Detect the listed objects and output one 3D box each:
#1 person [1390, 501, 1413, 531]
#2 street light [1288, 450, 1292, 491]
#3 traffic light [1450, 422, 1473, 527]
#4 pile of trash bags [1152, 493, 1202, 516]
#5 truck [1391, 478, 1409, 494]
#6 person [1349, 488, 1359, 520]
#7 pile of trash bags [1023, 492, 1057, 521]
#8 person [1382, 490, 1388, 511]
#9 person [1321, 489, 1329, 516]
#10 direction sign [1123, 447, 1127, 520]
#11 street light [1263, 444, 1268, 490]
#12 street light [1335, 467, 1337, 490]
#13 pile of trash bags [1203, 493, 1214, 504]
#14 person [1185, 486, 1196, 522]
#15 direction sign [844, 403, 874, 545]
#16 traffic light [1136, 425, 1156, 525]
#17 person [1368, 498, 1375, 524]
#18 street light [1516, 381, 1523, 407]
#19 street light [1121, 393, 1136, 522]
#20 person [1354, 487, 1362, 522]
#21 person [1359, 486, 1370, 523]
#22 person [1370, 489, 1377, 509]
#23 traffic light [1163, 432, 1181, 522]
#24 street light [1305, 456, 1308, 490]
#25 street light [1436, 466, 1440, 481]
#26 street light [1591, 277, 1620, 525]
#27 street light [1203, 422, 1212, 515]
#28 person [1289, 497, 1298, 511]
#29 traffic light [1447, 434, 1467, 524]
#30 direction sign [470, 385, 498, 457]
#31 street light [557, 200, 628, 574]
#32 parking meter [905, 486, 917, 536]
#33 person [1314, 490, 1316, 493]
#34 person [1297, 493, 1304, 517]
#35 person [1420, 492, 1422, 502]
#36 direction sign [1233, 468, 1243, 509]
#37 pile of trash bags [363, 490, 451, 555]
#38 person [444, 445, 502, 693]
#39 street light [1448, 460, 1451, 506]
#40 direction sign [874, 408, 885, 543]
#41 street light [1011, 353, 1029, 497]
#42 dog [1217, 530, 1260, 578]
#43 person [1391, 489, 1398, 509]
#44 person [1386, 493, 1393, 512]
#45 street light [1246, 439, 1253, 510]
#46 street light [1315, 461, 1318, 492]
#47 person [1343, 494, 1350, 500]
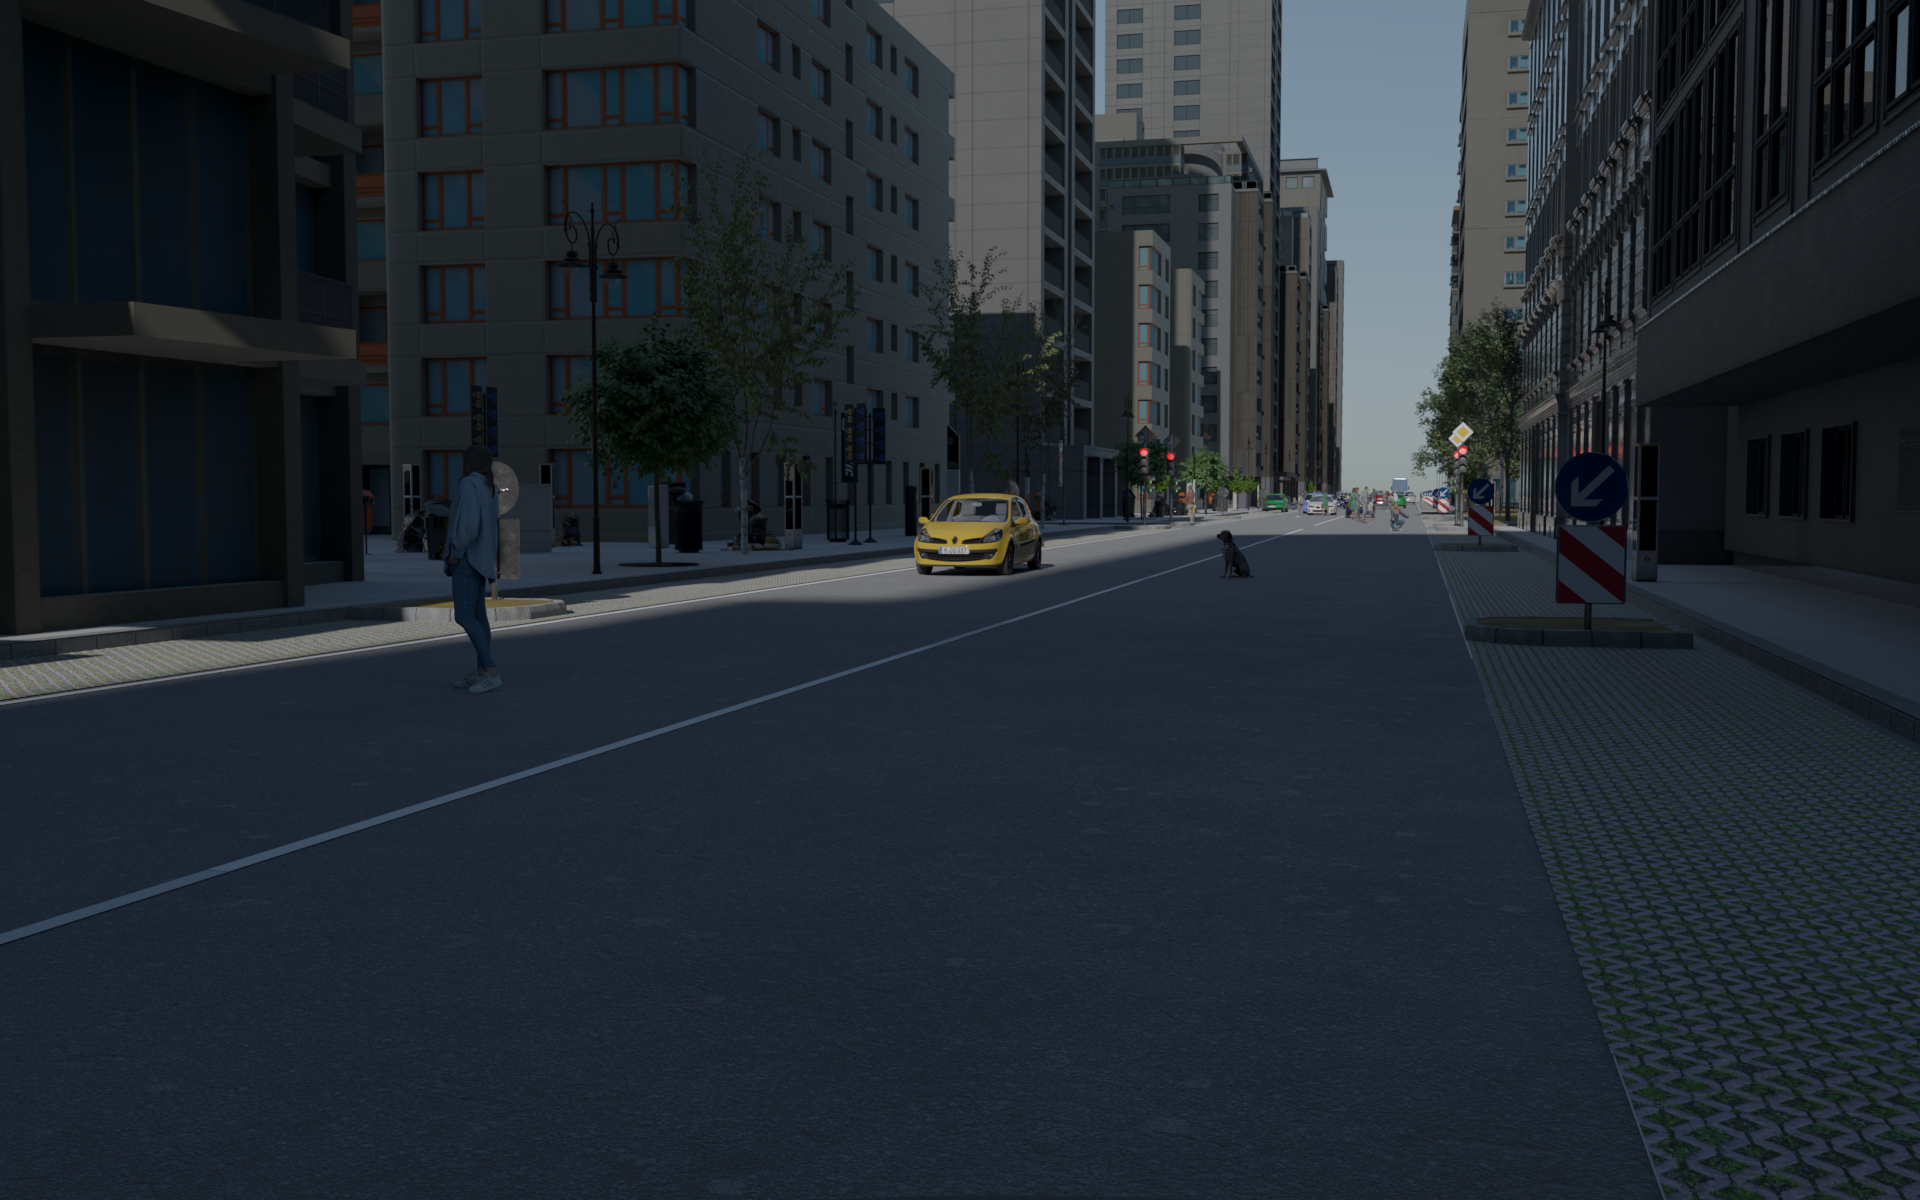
[{"bbox_3d":[17.118,-3.268,67.435,1.012,1.151,0.738,-1,4,-14],"label":"person"},{"bbox_3d":[34.645,-12.810,182.234,0.468,5.910,1.993,1,4,15],"label":"street light"},{"bbox_3d":[19.571,-4.810,67.562,0.839,4.253,0.868,1,4,15],"label":"traffic light"},{"bbox_3d":[12.700,-5.696,102.886,1.912,1.369,3.447,2,4,28],"label":"pile of trash bags"},{"bbox_3d":[70.695,-17.688,278.956,2.967,4.110,18.799,1,4,16],"label":"truck"},{"bbox_3d":[22.100,-5.406,97.141,0.600,1.795,0.529,1,4,10],"label":"person"},{"bbox_3d":[3.688,-4.447,82.463,1.912,1.369,3.447,0,4,-3],"label":"pile of trash bags"},{"bbox_3d":[35.431,-8.292,144.262,0.526,1.800,0.537,1,4,10],"label":"person"},{"bbox_3d":[24.147,-6.467,114.485,0.529,1.795,0.600,2,4,25],"label":"person"},{"bbox_3d":[8.092,-5.643,84.263,0.379,3.537,0.876,0,4,1],"label":"direction sign"},{"bbox_3d":[27.041,-11.037,153.237,0.468,5.910,1.993,1,4,15],"label":"street light"},{"bbox_3d":[63.331,-19.491,291.460,0.468,5.910,1.993,1,4,15],"label":"street light"},{"bbox_3d":[19.943,-8.300,145.453,3.447,1.369,1.912,3,5,40],"label":"pile of trash bags"},{"bbox_3d":[10.798,-4.444,81.139,0.573,1.828,0.580,-1,4,-10],"label":"person"},{"bbox_3d":[-2.631,-3.151,43.513,0.379,3.537,0.876,-3,5,-39],"label":"direction sign"},{"bbox_3d":[7.560,-5.001,70.682,0.839,4.253,0.868,1,4,15],"label":"traffic light"},{"bbox_3d":[19.783,-4.291,83.337,0.352,1.250,0.332,2,4,27],"label":"person"},{"bbox_3d":[21.518,-5.716,66.239,0.468,5.910,1.993,1,4,15],"label":"street light"},{"bbox_3d":[7.686,-6.513,79.278,0.468,5.910,1.993,1,4,15],"label":"street light"},{"bbox_3d":[20.769,-4.970,90.034,0.573,1.790,0.520,0,4,-4],"label":"person"},{"bbox_3d":[19.975,-4.698,85.407,0.391,1.810,0.635,3,5,44],"label":"person"},{"bbox_3d":[30.981,-7.451,130.123,0.655,1.846,0.447,-2,4,-34],"label":"person"},{"bbox_3d":[9.585,-5.473,78.408,0.839,4.253,0.868,1,4,15],"label":"traffic light"},{"bbox_3d":[42.227,-14.582,211.197,0.468,5.910,1.993,1,4,15],"label":"street light"},{"bbox_3d":[83.070,-20.111,301.597,0.468,5.910,1.993,1,4,15],"label":"street light"},{"bbox_3d":[13.793,-3.935,37.127,0.468,5.910,1.993,1,4,15],"label":"street light"},{"bbox_3d":[15.400,-8.277,108.124,0.468,5.910,1.993,1,4,15],"label":"street light"},{"bbox_3d":[28.401,-8.137,147.031,0.738,1.151,1.012,-2,4,-30],"label":"person"},{"bbox_3d":[21.596,-5.282,75.287,0.839,4.253,0.868,1,4,15],"label":"traffic light"},{"bbox_3d":[-10.004,-2.721,36.491,0.379,3.537,0.876,1,4,20],"label":"direction sign"},{"bbox_3d":[-5.824,-3.353,27.603,0.468,5.910,1.993,1,4,15],"label":"street light"},{"bbox_3d":[-1.497,-2.719,52.867,0.372,1.533,0.369,0,3,0],"label":"parking meter"},{"bbox_3d":[29.589,-8.318,144.692,0.606,1.804,0.583,-1,4,-20],"label":"person"},{"bbox_3d":[20.879,-5.828,106.387,0.523,1.515,0.503,1,4,10],"label":"person"},{"bbox_3d":[75.687,-16.814,284.084,0.721,1.739,1.217,-1,4,-9],"label":"person"},{"bbox_3d":[23.932,-9.617,149.229,0.876,3.537,0.379,2,4,27],"label":"direction sign"},{"bbox_3d":[-11.713,-1.718,37.841,3.447,1.369,1.912,-3,5,-42],"label":"pile of trash bags"},{"bbox_3d":[-3.557,-0.243,12.744,0.793,1.790,0.793,-2,4,-33],"label":"person"},{"bbox_3d":[54.297,-13.421,192.226,0.468,5.910,1.993,1,4,15],"label":"street light"},{"bbox_3d":[-2.368,-3.278,45.589,0.876,3.537,0.379,-2,4,-27],"label":"direction sign"},{"bbox_3d":[1.902,-5.147,56.948,0.468,5.910,1.993,1,4,15],"label":"street light"},{"bbox_3d":[4.831,-0.786,29.688,0.800,0.831,0.513,1,4,18],"label":"dog"},{"bbox_3d":[36.420,-8.361,145.084,0.818,1.842,0.514,0,4,-2],"label":"person"},{"bbox_3d":[35.304,-8.023,142.270,0.503,1.515,0.523,-3,5,-39],"label":"person"},{"bbox_3d":[22.847,-10.049,137.088,0.468,5.910,1.993,1,4,15],"label":"street light"},{"bbox_3d":[48.117,-15.957,233.676,0.468,5.910,1.993,1,4,15],"label":"street light"},{"bbox_3d":[34.338,-8.671,153.455,0.628,1.438,0.799,2,4,26],"label":"person"}]
